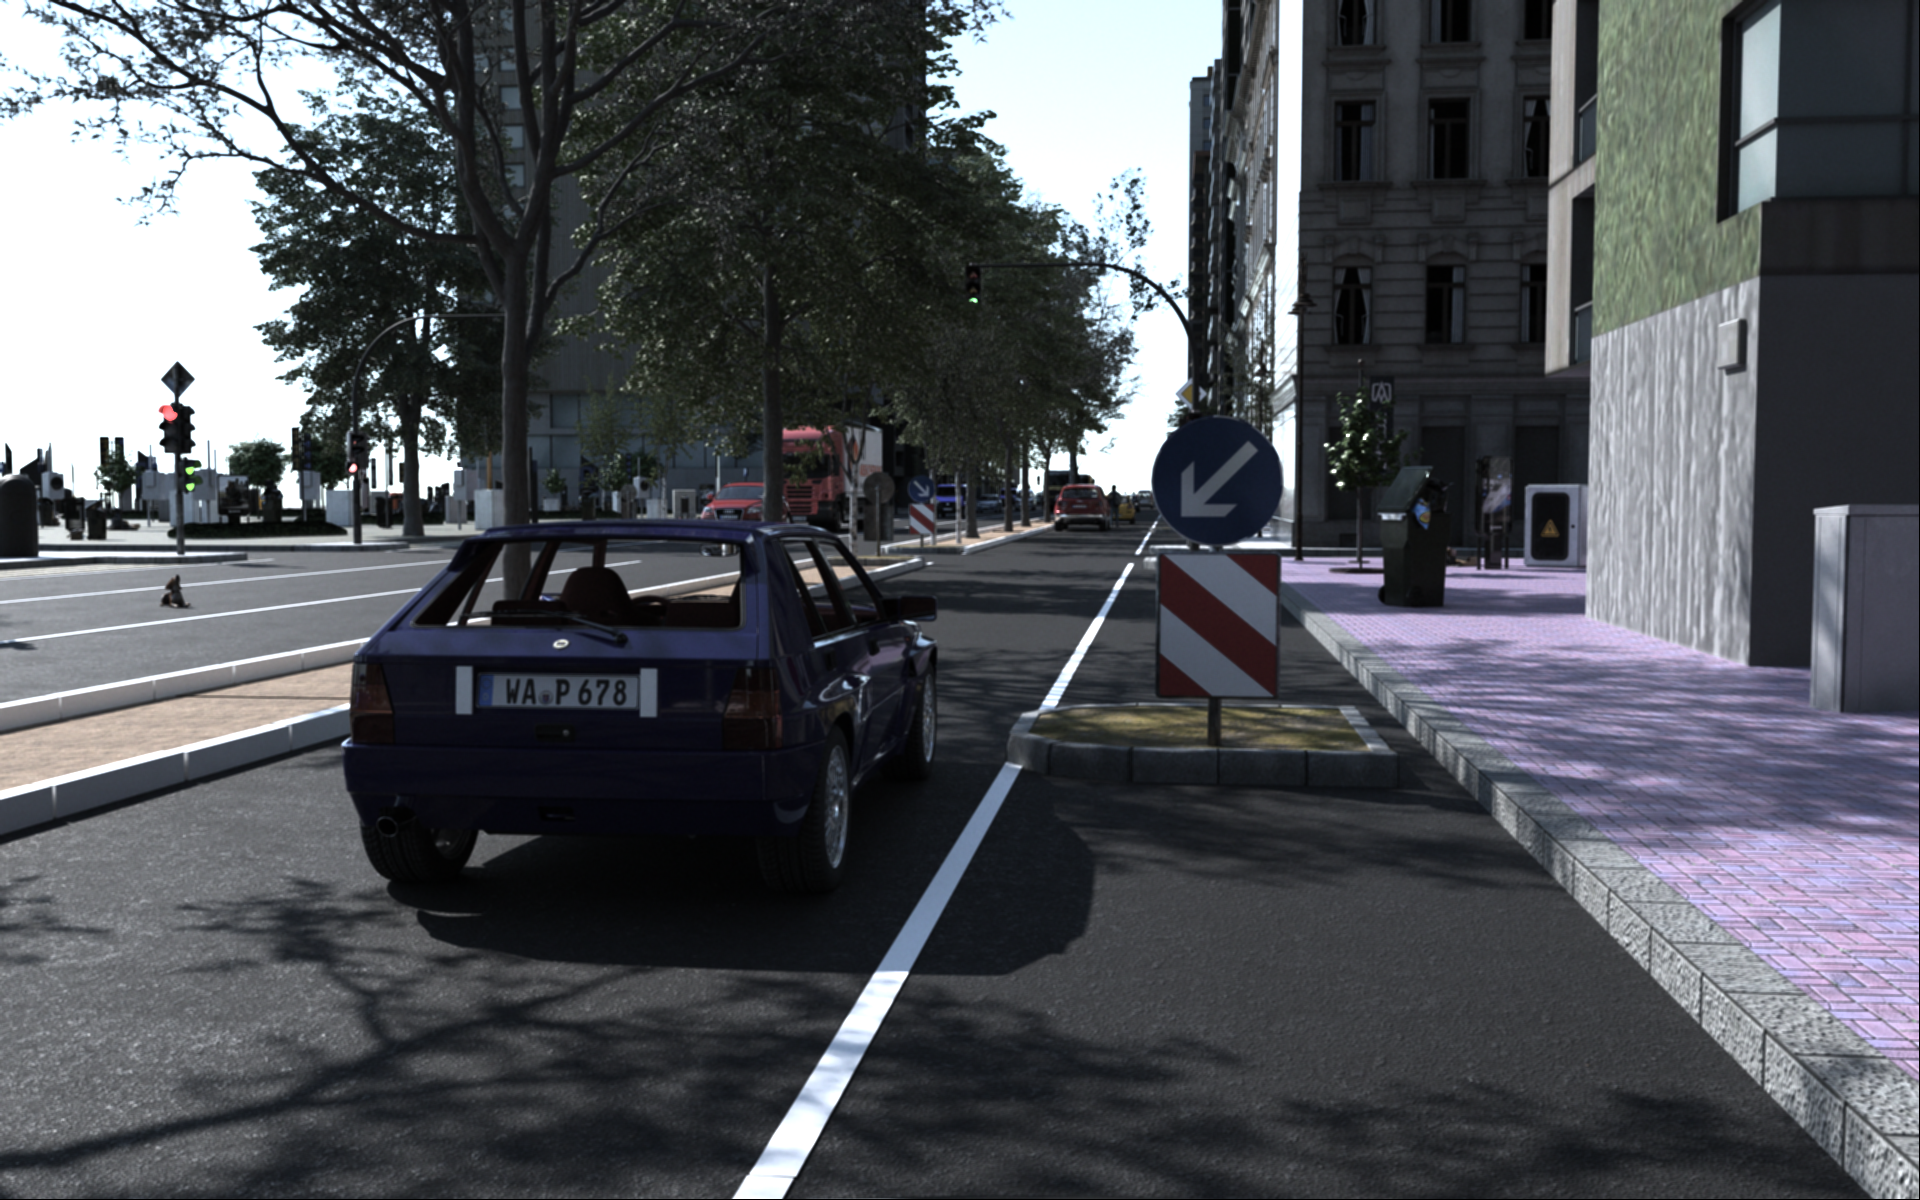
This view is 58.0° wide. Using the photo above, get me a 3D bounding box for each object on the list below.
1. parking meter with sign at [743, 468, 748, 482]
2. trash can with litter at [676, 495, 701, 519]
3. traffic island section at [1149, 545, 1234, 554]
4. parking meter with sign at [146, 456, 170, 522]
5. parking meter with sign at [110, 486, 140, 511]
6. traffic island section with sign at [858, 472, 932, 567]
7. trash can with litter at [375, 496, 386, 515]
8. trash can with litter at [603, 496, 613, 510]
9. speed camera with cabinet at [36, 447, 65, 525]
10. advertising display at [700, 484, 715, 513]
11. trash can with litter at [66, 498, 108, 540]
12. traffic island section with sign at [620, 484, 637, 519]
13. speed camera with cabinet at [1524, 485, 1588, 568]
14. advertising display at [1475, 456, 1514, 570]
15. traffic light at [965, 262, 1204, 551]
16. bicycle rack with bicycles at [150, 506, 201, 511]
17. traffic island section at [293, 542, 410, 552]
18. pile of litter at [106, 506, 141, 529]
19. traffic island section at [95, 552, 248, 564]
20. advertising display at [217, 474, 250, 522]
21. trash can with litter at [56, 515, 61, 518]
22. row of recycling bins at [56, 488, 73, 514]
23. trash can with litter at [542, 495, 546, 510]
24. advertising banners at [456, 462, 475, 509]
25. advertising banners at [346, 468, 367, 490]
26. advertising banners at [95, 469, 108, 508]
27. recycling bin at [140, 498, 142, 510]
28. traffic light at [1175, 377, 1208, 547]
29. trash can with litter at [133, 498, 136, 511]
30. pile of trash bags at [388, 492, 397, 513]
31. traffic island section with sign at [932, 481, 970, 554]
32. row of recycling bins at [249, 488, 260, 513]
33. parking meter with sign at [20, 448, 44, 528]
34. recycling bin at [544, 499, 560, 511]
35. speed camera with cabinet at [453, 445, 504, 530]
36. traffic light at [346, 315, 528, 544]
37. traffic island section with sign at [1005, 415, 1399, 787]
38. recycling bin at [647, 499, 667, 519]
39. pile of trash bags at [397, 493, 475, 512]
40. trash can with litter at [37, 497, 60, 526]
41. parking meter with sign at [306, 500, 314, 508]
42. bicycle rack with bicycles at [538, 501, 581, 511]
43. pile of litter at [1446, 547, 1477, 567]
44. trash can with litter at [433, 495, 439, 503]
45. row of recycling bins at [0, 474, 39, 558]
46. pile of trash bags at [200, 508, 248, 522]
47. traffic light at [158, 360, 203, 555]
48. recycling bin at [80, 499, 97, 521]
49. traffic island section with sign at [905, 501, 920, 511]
[{"bbox_3d":[-15.100,-7.332,116.146,1.738,3.016,0.543,-2,4,-34],"label":"parking meter with sign"},{"bbox_3d":[-13.465,-4.640,86.920,1.678,1.210,2.233,2,4,31],"label":"trash can with litter"},{"bbox_3d":[5.587,-1.201,41.922,2.009,0.180,2.903,0,4,7],"label":"traffic island section"},{"bbox_3d":[-36.298,-5.073,79.200,1.738,3.016,0.543,1,4,20],"label":"parking meter with sign"},{"bbox_3d":[-48.380,-6.368,100.382,0.543,3.016,1.738,3,5,41],"label":"parking meter with sign"},{"bbox_3d":[-1.753,-1.644,35.017,2.006,1.907,1.989,0,4,7],"label":"traffic island section with sign"},{"bbox_3d":[-32.867,-5.338,98.656,1.055,1.170,0.624,3,5,43],"label":"trash can with litter"},{"bbox_3d":[-18.910,-5.028,93.596,0.624,1.170,1.055,-2,4,-25],"label":"trash can with litter"},{"bbox_3d":[-38.092,-4.719,71.489,0.660,3.252,2.038,2,4,30],"label":"speed camera with cabinet"},{"bbox_3d":[-16.833,-6.733,115.302,0.974,1.923,0.123,0,4,-4],"label":"advertising display"},{"bbox_3d":[-24.432,-2.268,48.472,1.055,1.170,0.624,-1,4,-12],"label":"trash can with litter"},{"bbox_3d":[-12.814,-3.529,66.330,1.989,1.847,2.006,0,4,7],"label":"traffic island section with sign"},{"bbox_3d":[10.921,-2.186,30.077,2.038,3.252,0.660,3,4,36],"label":"speed camera with cabinet"},{"bbox_3d":[9.113,-1.489,29.559,0.974,1.923,0.123,-3,5,-41],"label":"advertising display"},{"bbox_3d":[2.488,-3.629,34.001,4.771,5.953,1.251,0,4,7],"label":"traffic light"},{"bbox_3d":[-42.770,-4.939,94.127,2.925,0.926,2.852,0,4,2],"label":"bicycle rack with bicycles"},{"bbox_3d":[-15.495,-1.359,44.508,2.009,0.180,2.903,0,4,7],"label":"traffic island section"},{"bbox_3d":[-31.077,-3.080,64.321,1.176,0.858,1.719,-2,4,-25],"label":"pile of litter"},{"bbox_3d":[-16.469,-0.875,36.582,2.009,0.180,2.903,0,4,7],"label":"traffic island section"},{"bbox_3d":[-23.960,-3.176,57.149,0.974,1.923,0.123,-1,4,-18],"label":"advertising display"},{"bbox_3d":[-49.041,-5.062,93.825,2.233,1.210,1.678,1,4,18],"label":"trash can with litter"},{"bbox_3d":[-58.611,-6.375,111.352,1.069,1.692,3.534,1,4,16],"label":"row of recycling bins"},{"bbox_3d":[-24.844,-5.673,103.812,1.678,1.210,2.233,-1,4,-18],"label":"trash can with litter"},{"bbox_3d":[-26.890,-5.999,94.266,0.090,3.025,2.074,1,4,12],"label":"advertising banners"},{"bbox_3d":[-29.701,-5.394,84.380,0.090,3.025,2.074,3,5,40],"label":"advertising banners"},{"bbox_3d":[-61.471,-7.817,123.999,0.090,3.025,2.074,0,4,-4],"label":"advertising banners"},{"bbox_3d":[-46.547,-5.312,99.413,0.722,1.027,0.722,3,5,39],"label":"recycling bin"},{"bbox_3d":[5.549,-3.235,41.813,0.839,4.253,0.868,0,4,7],"label":"traffic light"},{"bbox_3d":[-55.330,-6.424,116.425,0.624,1.170,1.055,1,4,17],"label":"trash can with litter"},{"bbox_3d":[-30.397,-5.265,95.827,1.912,1.369,3.447,1,4,18],"label":"pile of trash bags"},{"bbox_3d":[-0.840,-2.094,42.368,2.006,1.907,1.989,0,4,7],"label":"traffic island section with sign"},{"bbox_3d":[-48.404,-6.684,116.395,1.069,1.692,3.534,1,4,18],"label":"row of recycling bins"},{"bbox_3d":[-35.580,-4.226,65.355,1.738,3.016,0.543,-1,4,-14],"label":"parking meter with sign"},{"bbox_3d":[-21.540,-4.822,91.400,0.722,1.027,0.722,0,4,-3],"label":"recycling bin"},{"bbox_3d":[-17.168,-4.128,61.826,2.038,3.252,0.660,2,4,32],"label":"speed camera with cabinet"},{"bbox_3d":[-13.370,-4.250,44.148,4.771,5.953,1.251,0,4,7],"label":"traffic light"},{"bbox_3d":[1.283,-0.054,9.515,1.989,1.847,2.006,0,4,7],"label":"traffic island section with sign"},{"bbox_3d":[-14.413,-4.271,82.391,0.722,1.027,0.722,2,4,31],"label":"recycling bin"},{"bbox_3d":[-26.575,-4.813,88.446,3.447,1.369,1.912,-3,5,-39],"label":"pile of trash bags"},{"bbox_3d":[-36.579,-3.550,69.437,0.624,1.170,1.055,0,4,-1],"label":"trash can with litter"},{"bbox_3d":[-40.012,-6.741,106.475,0.543,3.016,1.738,-1,4,-11],"label":"parking meter with sign"},{"bbox_3d":[-21.401,-4.905,93.571,2.925,0.926,2.852,-1,4,-20],"label":"bicycle rack with bicycles"},{"bbox_3d":[8.811,-1.063,31.350,1.176,0.858,1.719,1,4,19],"label":"pile of litter"},{"bbox_3d":[-32.422,-5.938,108.149,1.678,1.210,2.233,1,4,11],"label":"trash can with litter"},{"bbox_3d":[-20.627,-1.726,35.329,3.534,1.692,1.069,0,4,0],"label":"row of recycling bins"},{"bbox_3d":[-34.168,-4.223,78.794,1.912,1.369,3.447,0,4,-2],"label":"pile of trash bags"},{"bbox_3d":[-16.431,-2.907,36.442,0.839,4.253,0.868,0,4,7],"label":"traffic light"},{"bbox_3d":[-41.442,-4.271,82.378,0.722,1.027,0.722,-2,4,-31],"label":"recycling bin"},{"bbox_3d":[-3.435,-8.201,142.715,1.989,1.847,2.006,0,4,7],"label":"traffic island section with sign"}]
